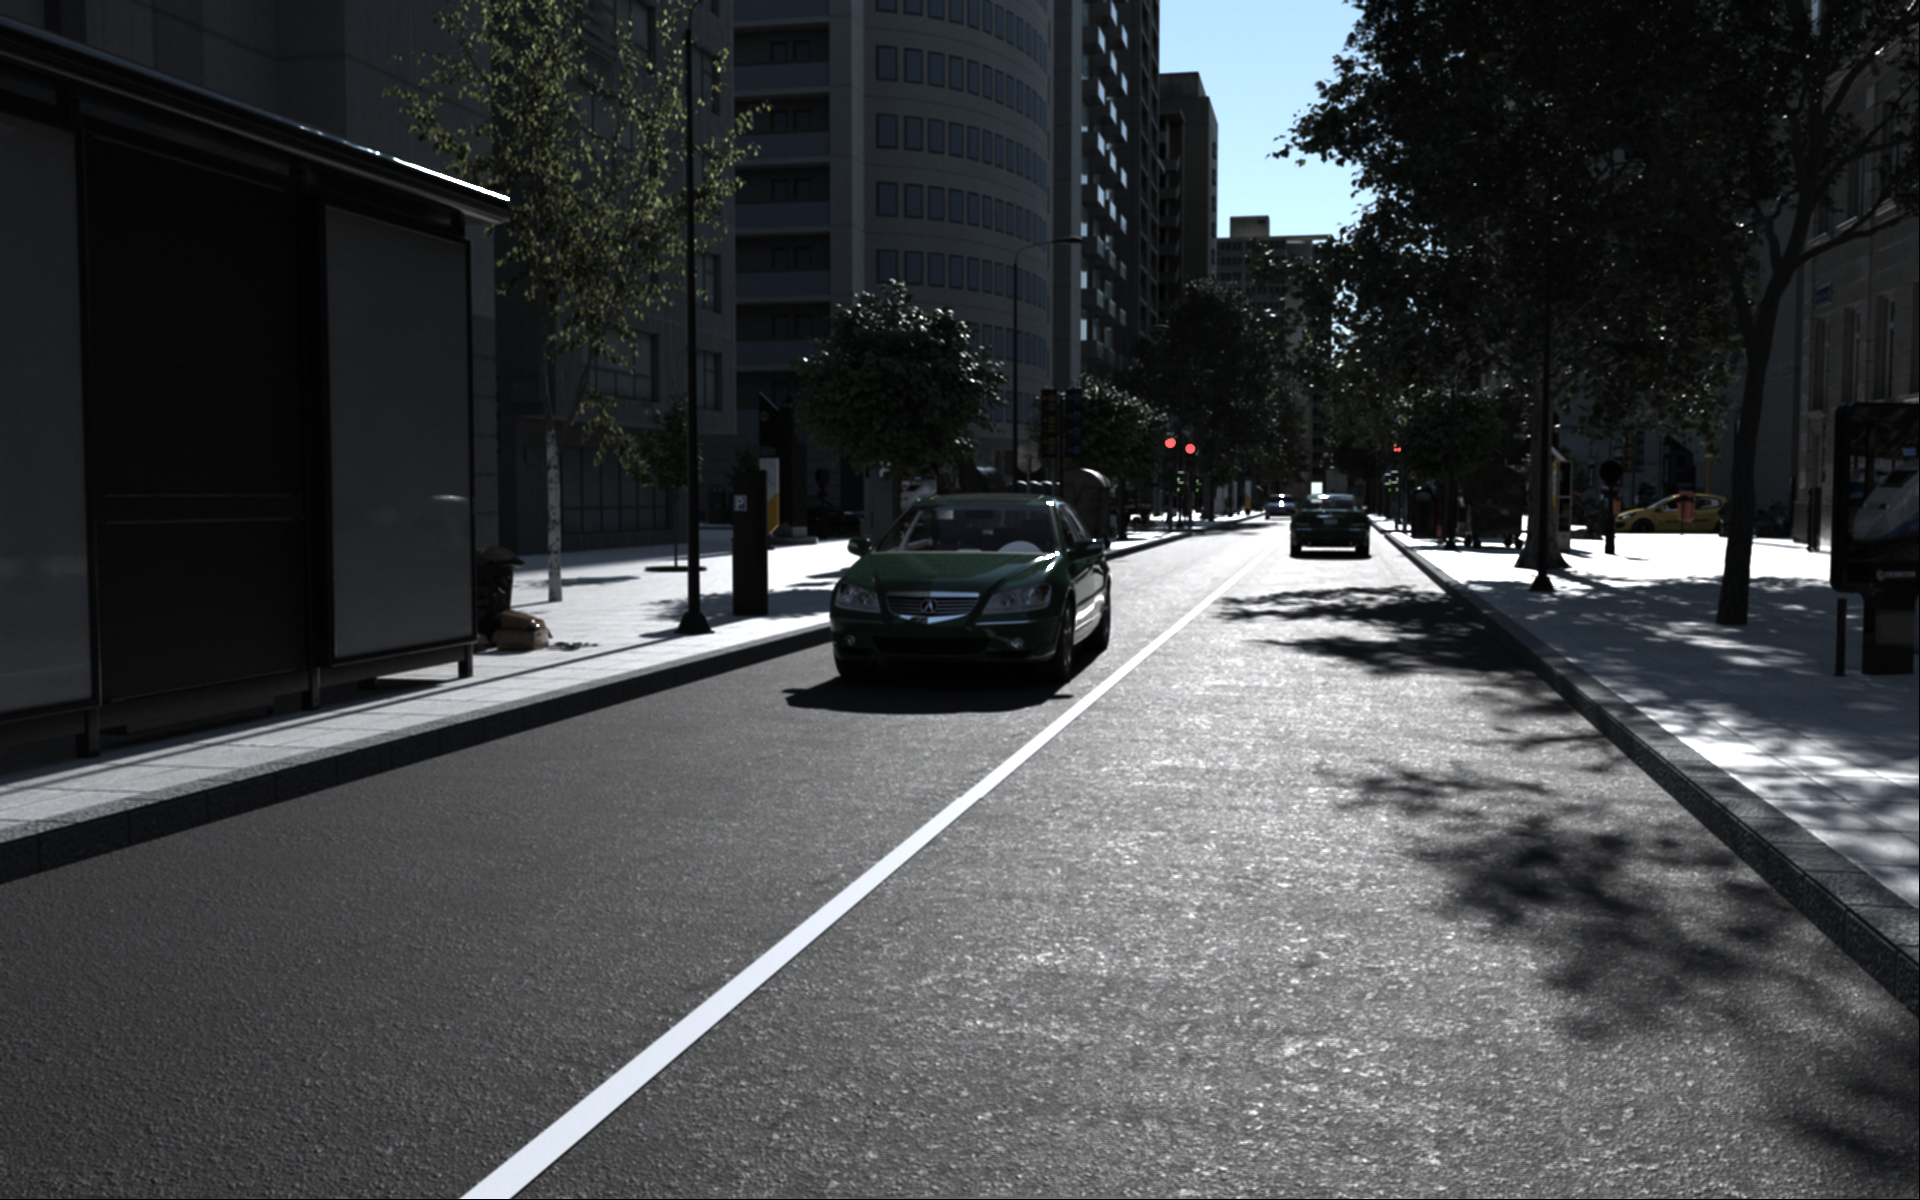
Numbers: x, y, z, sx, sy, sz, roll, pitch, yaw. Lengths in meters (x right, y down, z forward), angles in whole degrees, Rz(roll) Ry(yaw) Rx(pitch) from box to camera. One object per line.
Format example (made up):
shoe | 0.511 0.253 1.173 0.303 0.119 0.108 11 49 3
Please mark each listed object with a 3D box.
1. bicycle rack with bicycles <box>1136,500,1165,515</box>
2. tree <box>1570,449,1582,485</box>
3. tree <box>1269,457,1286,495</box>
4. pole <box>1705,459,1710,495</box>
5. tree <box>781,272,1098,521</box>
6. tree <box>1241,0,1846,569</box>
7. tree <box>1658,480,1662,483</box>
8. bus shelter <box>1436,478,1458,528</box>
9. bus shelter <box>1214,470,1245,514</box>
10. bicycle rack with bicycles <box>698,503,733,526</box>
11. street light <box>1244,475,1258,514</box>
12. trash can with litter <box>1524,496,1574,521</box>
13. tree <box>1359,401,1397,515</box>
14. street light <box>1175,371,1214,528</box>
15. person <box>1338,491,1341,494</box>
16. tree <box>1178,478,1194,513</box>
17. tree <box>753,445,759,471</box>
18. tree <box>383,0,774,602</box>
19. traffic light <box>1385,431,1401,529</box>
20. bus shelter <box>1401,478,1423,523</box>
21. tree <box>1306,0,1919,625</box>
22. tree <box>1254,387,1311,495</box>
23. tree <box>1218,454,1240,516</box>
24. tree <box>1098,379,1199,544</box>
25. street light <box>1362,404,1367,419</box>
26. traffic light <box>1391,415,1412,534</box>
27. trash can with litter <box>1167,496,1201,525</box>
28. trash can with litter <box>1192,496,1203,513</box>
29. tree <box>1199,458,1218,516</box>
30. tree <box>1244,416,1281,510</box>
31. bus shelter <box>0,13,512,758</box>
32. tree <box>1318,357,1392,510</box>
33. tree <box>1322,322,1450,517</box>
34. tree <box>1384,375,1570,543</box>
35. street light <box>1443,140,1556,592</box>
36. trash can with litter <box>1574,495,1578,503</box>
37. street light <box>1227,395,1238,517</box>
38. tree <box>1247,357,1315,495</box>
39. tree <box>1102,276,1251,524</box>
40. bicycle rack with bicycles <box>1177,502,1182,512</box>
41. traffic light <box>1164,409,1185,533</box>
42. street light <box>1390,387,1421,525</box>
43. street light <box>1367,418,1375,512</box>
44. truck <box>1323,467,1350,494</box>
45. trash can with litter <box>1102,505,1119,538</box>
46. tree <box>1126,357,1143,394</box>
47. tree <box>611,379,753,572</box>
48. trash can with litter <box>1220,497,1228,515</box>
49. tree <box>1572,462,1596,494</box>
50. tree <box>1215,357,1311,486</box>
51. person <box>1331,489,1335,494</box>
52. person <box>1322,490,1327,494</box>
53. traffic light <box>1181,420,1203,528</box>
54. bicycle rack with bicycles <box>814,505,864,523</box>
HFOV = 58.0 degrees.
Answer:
bicycle rack with bicycles | 10.431 -5.648 105.721 2.852 0.926 2.925 -1 4 -23
tree | 34.159 -7.118 100.101 4.285 4.588 4.351 0 3 0
tree | 36.878 -15.369 201.642 4.360 8.622 3.978 0 3 0
pole | 29.273 -4.526 67.849 0.158 3.312 0.155 0 3 0
tree | -0.906 -2.564 25.638 4.285 4.588 4.351 0 3 0
tree | 9.994 -6.887 29.608 9.611 12.733 9.660 0 3 0
tree | 43.566 -6.759 105.114 1.663 3.219 1.824 0 3 0
bus shelter | 18.824 -4.564 65.905 1.731 3.624 6.357 1 4 12
bus shelter | 17.642 -7.338 113.899 2.014 3.302 5.546 1 4 12
bicycle rack with bicycles | -9.926 -3.521 70.947 2.852 0.926 2.925 0 4 2
street light | 15.752 -7.619 97.110 1.470 5.913 1.316 1 4 12
trash can with litter | 27.393 -4.303 81.408 1.678 1.210 2.233 -1 4 -8
tree | 26.664 -9.620 107.644 4.360 8.622 3.978 0 3 0
street light | 8.855 -5.676 65.337 1.470 5.913 1.316 1 4 12
person | 32.450 -8.473 147.772 1.217 1.736 0.721 -3 5 -44
tree | 15.491 -7.617 119.134 1.663 3.219 1.824 0 3 0
tree | -7.308 -3.932 58.891 1.663 3.219 1.824 0 3 0
tree | -4.611 -4.287 20.453 4.360 8.622 3.978 0 3 0
traffic light | 16.056 -4.574 63.698 0.839 4.253 0.868 1 4 12
bus shelter | 21.344 -6.263 80.031 2.179 5.291 8.768 1 4 12
tree | 7.506 -5.016 16.421 8.767 10.594 7.601 1 4 13
tree | 33.130 -16.171 182.519 7.486 12.596 7.792 0 3 0
tree | 14.702 -7.170 100.945 4.285 4.588 4.351 0 3 0
tree | 3.294 -3.759 45.175 4.285 4.588 4.351 0 3 0
street light | 21.444 -7.100 88.620 1.470 5.913 1.316 1 4 12
traffic light | 14.360 -4.096 55.895 0.839 4.253 0.868 1 4 12
trash can with litter | 9.185 -3.730 72.046 1.678 1.210 2.233 1 4 18
trash can with litter | 16.098 -6.396 115.961 1.055 1.170 0.624 -3 4 -38
tree | 5.104 -4.304 54.084 4.285 4.588 4.351 0 3 0
tree | 23.685 -11.506 138.492 4.737 8.622 4.395 0 3 0
bus shelter | -5.088 -1.857 7.989 2.179 5.291 8.768 1 4 12
tree | 33.949 -14.424 142.480 9.857 13.997 8.962 0 3 0
tree | 24.365 -10.606 99.166 9.928 11.665 9.643 0 3 0
tree | 12.815 -3.801 45.867 4.285 4.588 4.351 0 3 0
street light | 7.162 -3.075 22.824 1.470 5.913 1.316 1 4 12
trash can with litter | 32.420 -4.931 91.682 1.678 1.210 2.233 1 4 22
street light | 12.351 -6.647 81.223 1.470 5.913 1.316 1 4 12
tree | 38.679 -21.987 215.375 12.611 20.169 13.585 0 3 0
tree | 9.270 -8.560 74.364 7.601 10.594 8.767 3 5 42
bicycle rack with bicycles | 15.765 -6.961 127.191 2.925 0.926 2.852 -2 4 -25
traffic light | 7.016 -4.193 57.469 0.839 4.253 0.868 1 4 12
street light | 10.792 -4.120 39.899 1.470 5.913 1.316 1 4 12
street light | 17.930 -6.130 72.759 1.470 5.913 1.316 1 4 12
truck | 40.268 -12.010 185.284 2.839 4.237 11.283 1 4 12
trash can with litter | 4.227 -2.427 51.068 0.624 1.170 1.055 2 4 32
tree | 12.726 -10.535 89.249 9.611 12.733 9.660 0 3 0
tree | -4.743 -2.112 29.135 1.663 3.219 1.824 0 3 0
trash can with litter | 16.586 -5.897 107.806 0.624 1.170 1.055 -2 4 -26
tree | 37.445 -6.739 104.776 1.663 3.219 1.824 0 3 0
tree | 27.082 -15.358 157.751 9.857 13.997 8.962 0 3 0
person | 22.660 -5.866 105.159 0.760 1.731 0.466 -2 4 -28
person | 33.779 -9.277 160.039 0.709 1.838 0.599 3 5 40
traffic light | 8.712 -4.670 65.272 0.839 4.253 0.868 1 4 12
bicycle rack with bicycles | -3.170 -2.789 58.982 2.925 0.926 2.852 3 5 43
